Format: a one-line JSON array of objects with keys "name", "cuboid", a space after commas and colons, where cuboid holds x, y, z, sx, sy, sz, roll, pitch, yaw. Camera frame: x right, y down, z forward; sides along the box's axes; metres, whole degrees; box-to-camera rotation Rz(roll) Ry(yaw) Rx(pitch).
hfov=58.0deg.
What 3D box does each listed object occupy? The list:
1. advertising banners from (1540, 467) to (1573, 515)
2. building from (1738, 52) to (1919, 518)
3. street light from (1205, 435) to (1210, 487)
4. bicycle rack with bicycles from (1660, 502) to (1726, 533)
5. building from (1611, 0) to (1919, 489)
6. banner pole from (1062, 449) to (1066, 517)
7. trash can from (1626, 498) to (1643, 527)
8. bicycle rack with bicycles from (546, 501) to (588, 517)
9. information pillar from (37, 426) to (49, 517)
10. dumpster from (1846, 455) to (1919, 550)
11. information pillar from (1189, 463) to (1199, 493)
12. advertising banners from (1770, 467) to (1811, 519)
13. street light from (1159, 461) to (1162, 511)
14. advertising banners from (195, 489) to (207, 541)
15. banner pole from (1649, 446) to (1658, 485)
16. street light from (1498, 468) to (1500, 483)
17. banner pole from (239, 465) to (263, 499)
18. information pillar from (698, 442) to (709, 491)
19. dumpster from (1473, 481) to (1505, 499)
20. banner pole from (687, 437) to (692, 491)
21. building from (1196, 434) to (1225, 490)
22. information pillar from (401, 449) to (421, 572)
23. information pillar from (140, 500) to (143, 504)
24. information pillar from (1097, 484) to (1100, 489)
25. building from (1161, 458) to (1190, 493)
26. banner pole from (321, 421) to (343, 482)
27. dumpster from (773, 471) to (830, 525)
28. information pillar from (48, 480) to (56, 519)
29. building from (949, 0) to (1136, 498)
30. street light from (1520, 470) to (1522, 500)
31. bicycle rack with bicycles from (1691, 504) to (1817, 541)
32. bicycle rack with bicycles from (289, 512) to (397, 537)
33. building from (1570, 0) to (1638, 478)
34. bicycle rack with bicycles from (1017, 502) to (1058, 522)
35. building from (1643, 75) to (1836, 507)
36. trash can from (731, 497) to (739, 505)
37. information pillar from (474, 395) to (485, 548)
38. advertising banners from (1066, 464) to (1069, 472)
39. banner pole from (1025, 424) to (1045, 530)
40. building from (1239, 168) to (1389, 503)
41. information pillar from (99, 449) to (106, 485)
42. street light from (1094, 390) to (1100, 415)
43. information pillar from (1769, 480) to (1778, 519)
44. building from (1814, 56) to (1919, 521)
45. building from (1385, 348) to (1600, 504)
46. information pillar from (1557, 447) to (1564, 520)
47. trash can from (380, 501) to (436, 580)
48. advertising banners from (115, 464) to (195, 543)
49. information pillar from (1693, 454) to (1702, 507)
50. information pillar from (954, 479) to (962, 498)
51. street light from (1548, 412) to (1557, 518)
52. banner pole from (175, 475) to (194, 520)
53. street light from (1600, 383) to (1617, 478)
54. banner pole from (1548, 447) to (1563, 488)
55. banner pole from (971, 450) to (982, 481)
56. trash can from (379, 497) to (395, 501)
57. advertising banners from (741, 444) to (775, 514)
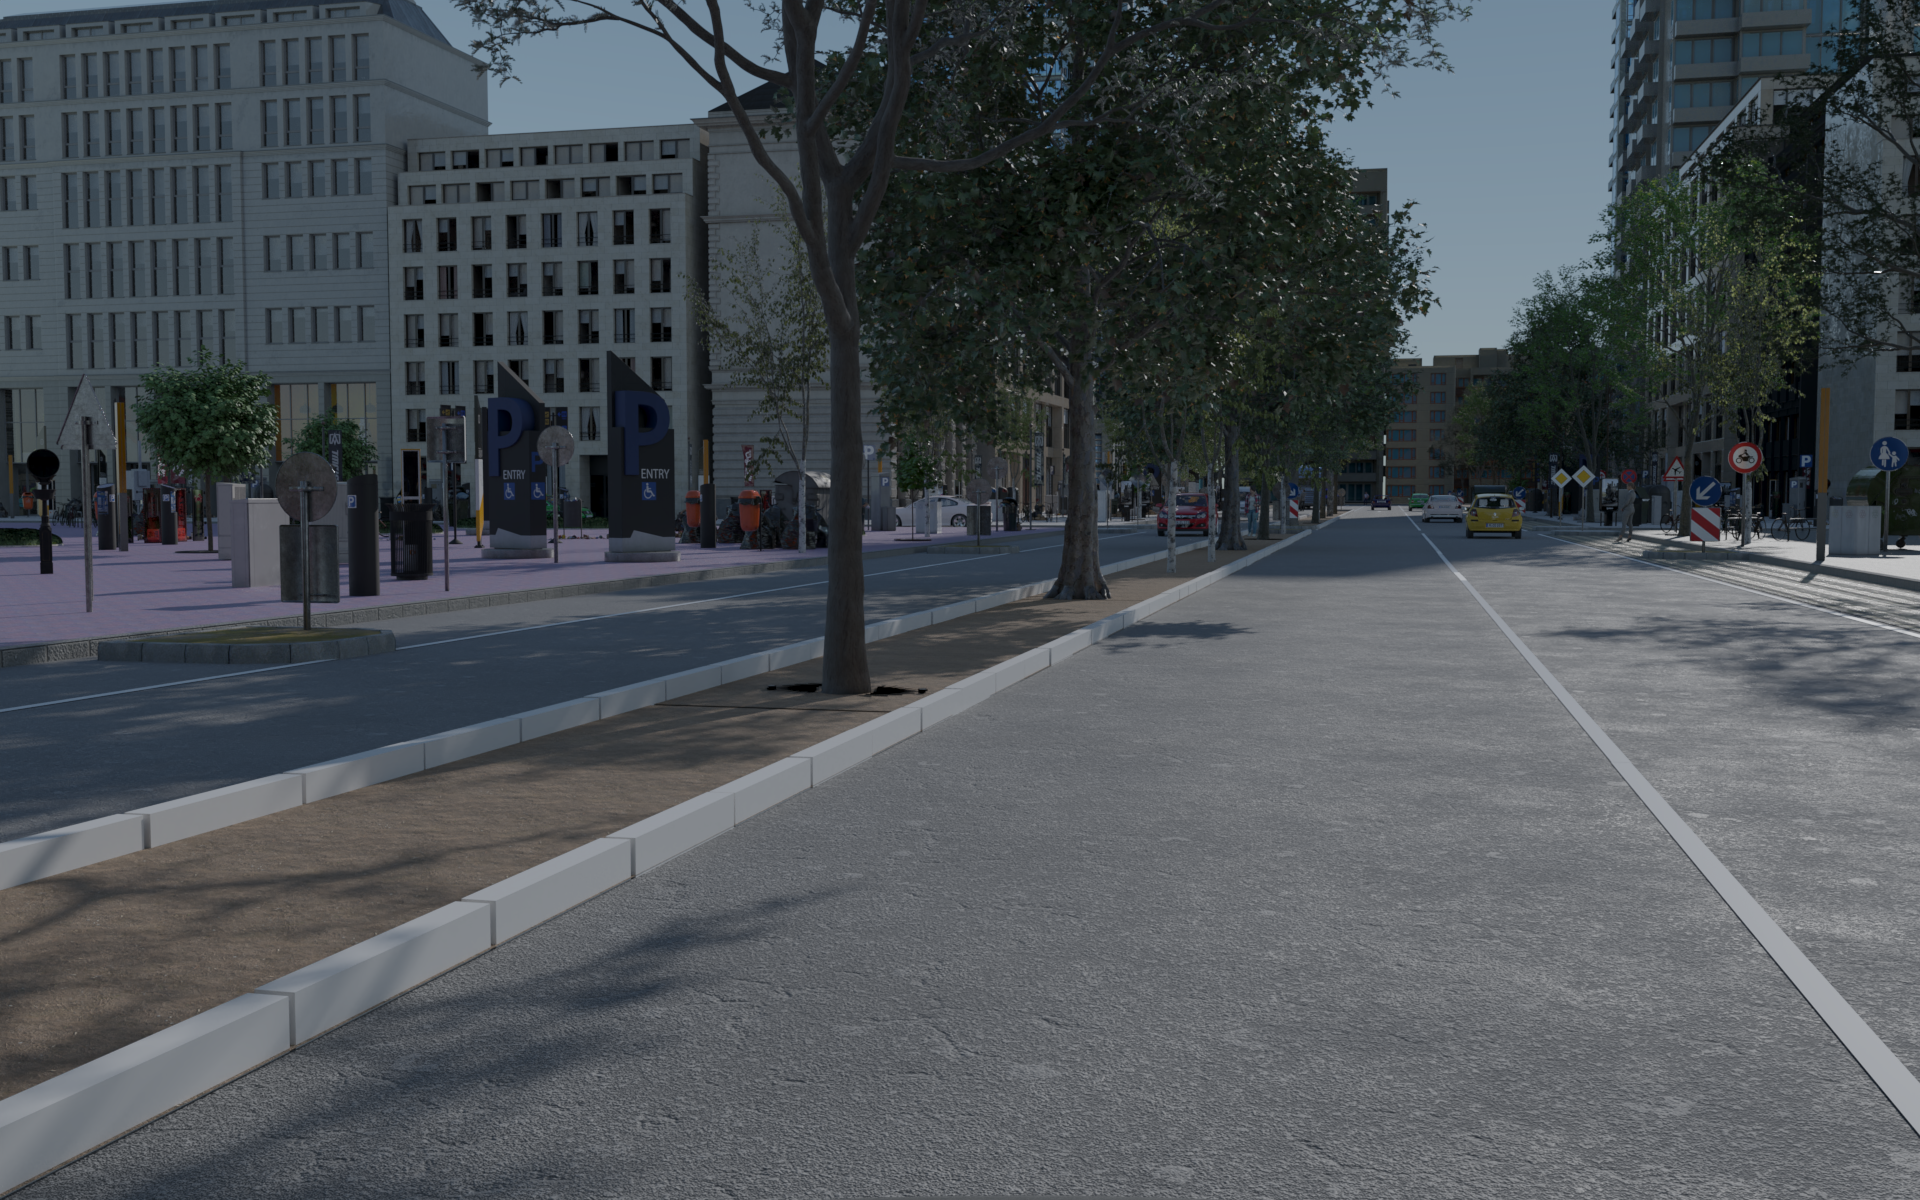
[{"name": "advertising banners", "cuboid": [37.284, -6.858, 108.312, 2.074, 3.025, 0.090, 0, 4, -1]}, {"name": "building", "cuboid": [51.033, -16.214, 94.782, 12.332, 23.373, 15.834, 1, 4, 14]}, {"name": "street light", "cuboid": [16.824, -8.881, 117.997, 0.468, 5.910, 1.993, 1, 4, 14]}, {"name": "bicycle rack with bicycles", "cuboid": [24.557, -2.620, 56.213, 2.852, 0.926, 2.925, -1, 4, -9]}, {"name": "building", "cuboid": [70.458, -32.573, 152.180, 23.786, 49.044, 30.456, 1, 4, 14]}, {"name": "banner pole", "cuboid": [5.732, -6.453, 95.522, 0.401, 3.779, 0.863, 1, 4, 15]}, {"name": "trash can", "cuboid": [26.709, -3.488, 68.681, 0.748, 1.137, 0.748, 0, 3, 0]}, {"name": "bicycle rack with bicycles", "cuboid": [-20.110, -4.534, 87.521, 2.852, 0.926, 2.925, 0, 4, 5]}, {"name": "information pillar", "cuboid": [-31.458, -4.163, 59.418, 0.504, 3.616, 0.183, 2, 4, 32]}, {"name": "dumpster", "cuboid": [21.618, -2.305, 40.182, 1.502, 2.255, 1.985, 1, 4, 14]}, {"name": "information pillar", "cuboid": [17.688, -8.481, 130.020, 0.504, 3.616, 0.183, 0, 4, 1]}, {"name": "advertising banners", "cuboid": [42.272, -5.618, 88.038, 2.074, 3.025, 0.090, 0, 4, 3]}, {"name": "street light", "cuboid": [11.047, -7.492, 95.277, 0.468, 5.910, 1.993, 1, 4, 14]}, {"name": "advertising banners", "cuboid": [-20.940, -3.077, 46.503, 0.090, 3.025, 2.074, 1, 4, 12]}, {"name": "banner pole", "cuboid": [36.235, -6.154, 90.640, 0.401, 3.779, 0.863, -1, 4, -15]}, {"name": "street light", "cuboid": [43.554, -10.223, 139.926, 0.468, 5.910, 1.993, 1, 4, 14]}, {"name": "banner pole", "cuboid": [-20.672, -3.708, 50.649, 0.863, 3.779, 0.401, -3, 5, -39]}, {"name": "information pillar", "cuboid": [-11.398, -5.249, 77.168, 0.504, 3.616, 0.183, -1, 4, -21]}, {"name": "dumpster", "cuboid": [34.312, -6.567, 112.320, 1.985, 2.255, 1.502, 1, 4, 13]}, {"name": "banner pole", "cuboid": [-11.827, -5.257, 75.964, 0.401, 3.779, 0.863, 0, 4, 3]}, {"name": "building", "cuboid": [23.970, -38.808, 254.126, 30.456, 49.044, 23.786, 1, 4, 14]}, {"name": "information pillar", "cuboid": [-8.941, -1.453, 28.249, 0.304, 2.012, 0.304, -1, 4, -16]}, {"name": "information pillar", "cuboid": [-34.041, -4.150, 72.343, 0.304, 2.012, 0.304, -3, 4, -37]}, {"name": "information pillar", "cuboid": [10.123, -7.567, 128.215, 0.304, 2.012, 0.304, -1, 4, -14]}, {"name": "building", "cuboid": [10.896, -21.741, 200.507, 28.899, 21.520, 27.650, 1, 4, 14]}, {"name": "banner pole", "cuboid": [-21.595, -4.248, 59.469, 0.863, 3.779, 0.401, 0, 4, -1]}, {"name": "dumpster", "cuboid": [-3.868, -2.311, 43.544, 1.264, 1.857, 1.865, 1, 4, 14]}, {"name": "information pillar", "cuboid": [-46.795, -5.182, 89.221, 0.304, 2.012, 0.304, 0, 4, -1]}, {"name": "building", "cuboid": [6.015, -52.063, 163.902, 22.319, 86.520, 31.000, 1, 4, 14]}, {"name": "street light", "cuboid": [37.952, -8.830, 117.163, 0.468, 5.910, 1.993, 1, 4, 14]}, {"name": "bicycle rack with bicycles", "cuboid": [22.447, -2.132, 48.240, 2.925, 0.926, 2.852, -3, 4, -36]}, {"name": "bicycle rack with bicycles", "cuboid": [-18.269, -2.267, 50.443, 2.925, 0.926, 2.852, 0, 4, 4]}, {"name": "building", "cuboid": [77.156, -53.125, 181.267, 22.319, 86.520, 31.000, 1, 4, 14]}, {"name": "bicycle rack with bicycles", "cuboid": [3.398, -4.008, 78.905, 2.852, 0.926, 2.925, 0, 4, 4]}, {"name": "building", "cuboid": [59.568, -19.190, 118.279, 19.350, 26.468, 34.151, 1, 4, 14]}, {"name": "trash can", "cuboid": [-18.438, -8.129, 144.567, 0.748, 1.137, 0.748, 0, 3, 0]}, {"name": "information pillar", "cuboid": [-11.457, -3.051, 41.243, 0.183, 3.616, 0.504, 0, 4, -5]}, {"name": "advertising banners", "cuboid": [6.142, -5.506, 86.215, 2.074, 3.025, 0.090, 2, 4, 35]}, {"name": "banner pole", "cuboid": [2.701, -4.392, 61.827, 0.863, 3.779, 0.401, -3, 5, -39]}, {"name": "building", "cuboid": [49.766, -38.099, 246.625, 21.600, 48.544, 21.300, 1, 4, 14]}, {"name": "information pillar", "cuboid": [-43.492, -5.901, 87.841, 0.183, 3.616, 0.504, 1, 4, 10]}, {"name": "street light", "cuboid": [5.525, -6.098, 72.495, 0.468, 5.910, 1.993, 1, 4, 14]}, {"name": "information pillar", "cuboid": [41.784, -5.167, 88.971, 0.304, 2.012, 0.304, 3, 5, 41]}, {"name": "building", "cuboid": [48.922, -13.626, 77.541, 16.860, 20.320, 10.420, 1, 4, 14]}, {"name": "building", "cuboid": [75.057, -24.435, 244.550, 28.899, 21.520, 27.650, 1, 4, 14]}, {"name": "information pillar", "cuboid": [30.130, -5.837, 86.785, 0.183, 3.616, 0.504, 2, 4, 32]}, {"name": "trash can", "cuboid": [-8.221, -0.875, 25.955, 0.748, 1.137, 0.748, 0, 3, 0]}, {"name": "advertising banners", "cuboid": [-21.101, -2.996, 45.165, 2.074, 3.025, 0.090, 0, 4, 1]}, {"name": "information pillar", "cuboid": [42.725, -6.670, 100.406, 0.504, 3.616, 0.183, -1, 4, -14]}, {"name": "information pillar", "cuboid": [-0.098, -4.903, 84.649, 0.304, 2.012, 0.304, 1, 4, 22]}, {"name": "street light", "cuboid": [32.107, -7.407, 93.886, 0.468, 5.910, 1.993, 1, 4, 14]}, {"name": "banner pole", "cuboid": [-38.167, -5.845, 85.585, 0.863, 3.779, 0.401, 1, 4, 15]}, {"name": "street light", "cuboid": [26.427, -5.989, 70.713, 0.468, 5.910, 1.993, 1, 4, 14]}, {"name": "banner pole", "cuboid": [31.707, -6.244, 92.107, 0.863, 3.779, 0.401, 2, 4, 28]}, {"name": "banner pole", "cuboid": [0.881, -6.587, 97.716, 0.863, 3.779, 0.401, -2, 4, -26]}, {"name": "trash can", "cuboid": [-26.567, -4.200, 80.330, 0.748, 1.137, 0.748, 0, 3, 0]}, {"name": "advertising banners", "cuboid": [-6.906, -4.013, 61.796, 2.074, 3.025, 0.090, -3, 4, -38]}]
